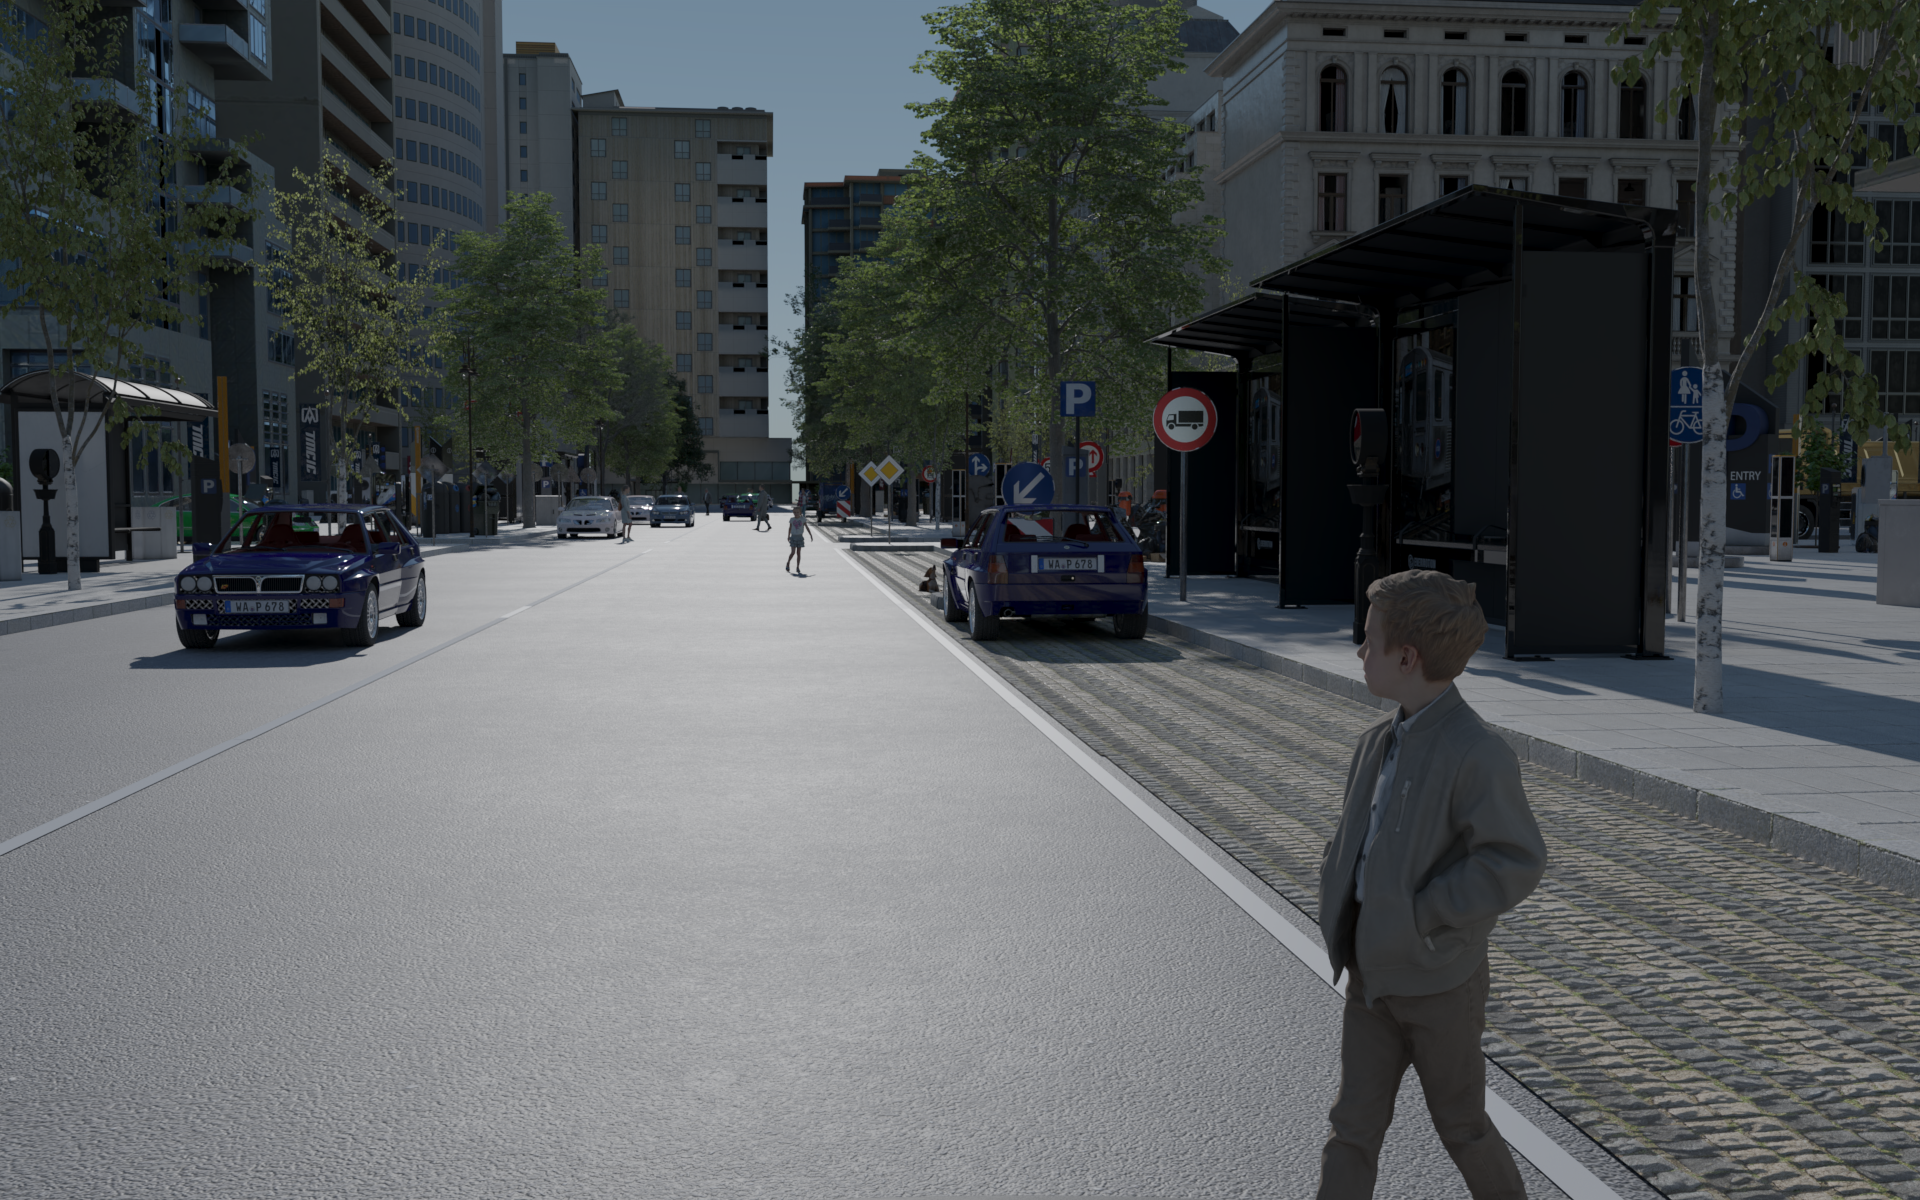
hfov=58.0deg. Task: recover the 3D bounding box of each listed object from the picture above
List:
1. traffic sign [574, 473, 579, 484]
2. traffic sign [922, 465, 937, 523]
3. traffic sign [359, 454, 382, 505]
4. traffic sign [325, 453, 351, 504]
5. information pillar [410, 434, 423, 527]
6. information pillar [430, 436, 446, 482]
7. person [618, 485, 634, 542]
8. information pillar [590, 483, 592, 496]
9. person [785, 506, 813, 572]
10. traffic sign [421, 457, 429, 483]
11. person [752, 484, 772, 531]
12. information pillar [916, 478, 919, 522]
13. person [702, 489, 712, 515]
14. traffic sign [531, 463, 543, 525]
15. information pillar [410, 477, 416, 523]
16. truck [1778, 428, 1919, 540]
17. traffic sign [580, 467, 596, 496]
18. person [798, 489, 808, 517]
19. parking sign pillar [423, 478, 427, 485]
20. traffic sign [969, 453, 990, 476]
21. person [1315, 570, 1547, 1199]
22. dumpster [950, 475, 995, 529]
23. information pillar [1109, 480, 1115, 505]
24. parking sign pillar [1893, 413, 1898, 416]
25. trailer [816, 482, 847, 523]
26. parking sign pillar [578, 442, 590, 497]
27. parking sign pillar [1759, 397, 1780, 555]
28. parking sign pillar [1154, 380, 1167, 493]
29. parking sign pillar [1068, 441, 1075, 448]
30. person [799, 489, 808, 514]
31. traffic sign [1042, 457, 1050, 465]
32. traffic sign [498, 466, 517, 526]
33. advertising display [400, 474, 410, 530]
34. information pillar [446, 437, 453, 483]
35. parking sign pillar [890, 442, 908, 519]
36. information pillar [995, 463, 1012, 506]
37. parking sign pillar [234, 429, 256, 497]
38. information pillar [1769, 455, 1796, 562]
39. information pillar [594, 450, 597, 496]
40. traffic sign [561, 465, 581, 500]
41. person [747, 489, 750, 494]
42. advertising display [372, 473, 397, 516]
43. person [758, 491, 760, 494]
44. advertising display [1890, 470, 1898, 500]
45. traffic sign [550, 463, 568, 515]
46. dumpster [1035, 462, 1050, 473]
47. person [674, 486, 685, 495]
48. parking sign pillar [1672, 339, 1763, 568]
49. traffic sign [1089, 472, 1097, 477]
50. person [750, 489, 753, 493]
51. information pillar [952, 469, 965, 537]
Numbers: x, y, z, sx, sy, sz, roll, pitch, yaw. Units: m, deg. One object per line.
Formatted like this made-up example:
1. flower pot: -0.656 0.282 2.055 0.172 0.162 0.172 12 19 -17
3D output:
1. traffic sign: -19.894 -5.550 90.749 0.884 2.594 0.081 0 4 3
2. traffic sign: -1.306 -4.668 76.425 0.768 2.556 0.104 0 4 -1
3. traffic sign: -18.949 -3.408 55.722 0.884 2.594 0.081 0 3 0
4. traffic sign: -18.660 -3.173 51.988 0.768 2.556 0.104 0 4 0
5. information pillar: -21.183 -4.663 67.589 0.504 3.616 0.183 1 4 15
6. information pillar: -21.287 -4.834 70.397 0.504 3.616 0.183 0 4 4
7. person: -10.055 -2.607 52.121 0.522 1.701 0.512 -1 4 -15
8. information pillar: -20.186 -5.481 94.107 0.304 2.012 0.304 1 4 12
9. person: -2.959 -1.122 31.856 0.505 1.210 0.382 0 4 -7
10. traffic sign: -18.091 -3.595 58.892 0.768 2.556 0.104 0 4 -1
11. person: -7.752 -3.617 67.735 0.767 1.812 0.694 1 4 8
12. information pillar: -2.081 -4.596 79.631 0.304 2.012 0.304 3 5 43
13. person: -17.003 -6.562 116.190 0.661 1.777 0.834 1 4 17
14. traffic sign: -17.734 -4.401 72.063 0.768 2.556 0.104 0 4 -6
15. information pillar: -23.646 -4.323 75.177 0.304 2.012 0.304 3 5 41
16. truck: 26.275 -3.416 51.773 9.791 3.379 3.469 0 4 -8
17. traffic sign: -17.739 -5.050 82.673 0.768 2.556 0.104 0 4 -4
18. person: -8.232 -4.970 90.602 0.563 1.720 0.643 -3 4 -36
19. parking sign pillar: -38.018 -8.233 123.081 1.447 3.967 1.447 0 4 4
20. traffic sign: 0.564 -3.315 54.309 0.768 2.556 0.104 0 4 3
21. person: 0.800 0.599 2.975 0.640 1.303 0.475 -2 4 -35
22. dumpster: 0.408 -2.905 53.252 1.264 1.857 1.865 0 4 -6
23. information pillar: 7.892 -5.243 90.217 0.304 2.012 0.304 3 4 36
24. parking sign pillar: 31.500 -4.273 58.328 1.447 3.967 1.447 1 4 20
25. trailer: -6.457 -4.851 86.360 1.471 1.999 3.904 0 4 -8
26. parking sign pillar: -18.123 -5.814 83.536 1.447 3.967 1.447 0 4 -7
27. parking sign pillar: 16.723 -2.964 36.935 1.447 3.967 1.447 -2 4 -34
28. parking sign pillar: 5.004 -3.253 41.663 1.447 3.967 1.447 1 4 18
29. parking sign pillar: 5.702 -6.027 87.012 1.447 3.967 1.447 -2 4 -28
30. person: -11.352 -7.158 125.553 0.660 1.820 0.620 -1 4 -13
31. traffic sign: 3.092 -3.604 59.029 0.768 2.556 0.104 0 4 3
32. traffic sign: -18.354 -4.223 70.235 0.795 2.450 0.064 0 4 -5
33. advertising display: -17.833 -3.086 55.673 0.123 1.923 0.974 -2 4 -26
34. information pillar: -21.111 -4.893 71.363 0.183 3.616 0.504 3 5 40
35. parking sign pillar: -2.873 -6.162 89.225 1.447 3.967 1.447 0 4 -2
36. information pillar: 1.040 -2.245 41.197 0.304 2.012 0.304 2 4 33
37. parking sign pillar: -29.673 -5.107 71.978 1.447 3.967 1.447 0 4 -4
38. information pillar: 15.604 -1.735 32.864 0.304 2.012 0.304 0 4 -2
39. information pillar: -19.451 -6.181 92.417 0.183 3.616 0.504 0 4 -6
40. traffic sign: -17.258 -4.704 76.908 0.884 2.594 0.081 0 4 0
41. person: -13.675 -6.341 112.408 0.478 1.798 0.641 1 4 11
42. advertising display: -17.494 -2.902 52.665 0.123 1.923 0.974 1 4 20
43. person: -18.611 -9.274 160.794 0.551 1.740 0.621 3 5 42
44. advertising display: 24.772 -2.514 46.325 0.974 1.923 0.123 -3 4 -36
45. traffic sign: -16.414 -4.332 70.935 0.768 2.556 0.104 0 4 3
46. dumpster: 2.503 -3.108 53.314 1.502 2.255 1.985 0 4 -6
47. person: -14.026 -4.765 86.514 0.694 1.812 0.767 -1 4 -23
48. parking sign pillar: 13.101 -2.575 30.571 1.447 3.967 1.447 3 5 40
49. traffic sign: 3.847 -3.325 54.373 0.884 2.594 0.081 0 4 -5
50. person: -14.186 -6.678 118.025 0.374 1.781 0.599 1 4 13
51. information pillar: -0.031 -2.892 51.780 0.304 2.012 0.304 2 4 33
